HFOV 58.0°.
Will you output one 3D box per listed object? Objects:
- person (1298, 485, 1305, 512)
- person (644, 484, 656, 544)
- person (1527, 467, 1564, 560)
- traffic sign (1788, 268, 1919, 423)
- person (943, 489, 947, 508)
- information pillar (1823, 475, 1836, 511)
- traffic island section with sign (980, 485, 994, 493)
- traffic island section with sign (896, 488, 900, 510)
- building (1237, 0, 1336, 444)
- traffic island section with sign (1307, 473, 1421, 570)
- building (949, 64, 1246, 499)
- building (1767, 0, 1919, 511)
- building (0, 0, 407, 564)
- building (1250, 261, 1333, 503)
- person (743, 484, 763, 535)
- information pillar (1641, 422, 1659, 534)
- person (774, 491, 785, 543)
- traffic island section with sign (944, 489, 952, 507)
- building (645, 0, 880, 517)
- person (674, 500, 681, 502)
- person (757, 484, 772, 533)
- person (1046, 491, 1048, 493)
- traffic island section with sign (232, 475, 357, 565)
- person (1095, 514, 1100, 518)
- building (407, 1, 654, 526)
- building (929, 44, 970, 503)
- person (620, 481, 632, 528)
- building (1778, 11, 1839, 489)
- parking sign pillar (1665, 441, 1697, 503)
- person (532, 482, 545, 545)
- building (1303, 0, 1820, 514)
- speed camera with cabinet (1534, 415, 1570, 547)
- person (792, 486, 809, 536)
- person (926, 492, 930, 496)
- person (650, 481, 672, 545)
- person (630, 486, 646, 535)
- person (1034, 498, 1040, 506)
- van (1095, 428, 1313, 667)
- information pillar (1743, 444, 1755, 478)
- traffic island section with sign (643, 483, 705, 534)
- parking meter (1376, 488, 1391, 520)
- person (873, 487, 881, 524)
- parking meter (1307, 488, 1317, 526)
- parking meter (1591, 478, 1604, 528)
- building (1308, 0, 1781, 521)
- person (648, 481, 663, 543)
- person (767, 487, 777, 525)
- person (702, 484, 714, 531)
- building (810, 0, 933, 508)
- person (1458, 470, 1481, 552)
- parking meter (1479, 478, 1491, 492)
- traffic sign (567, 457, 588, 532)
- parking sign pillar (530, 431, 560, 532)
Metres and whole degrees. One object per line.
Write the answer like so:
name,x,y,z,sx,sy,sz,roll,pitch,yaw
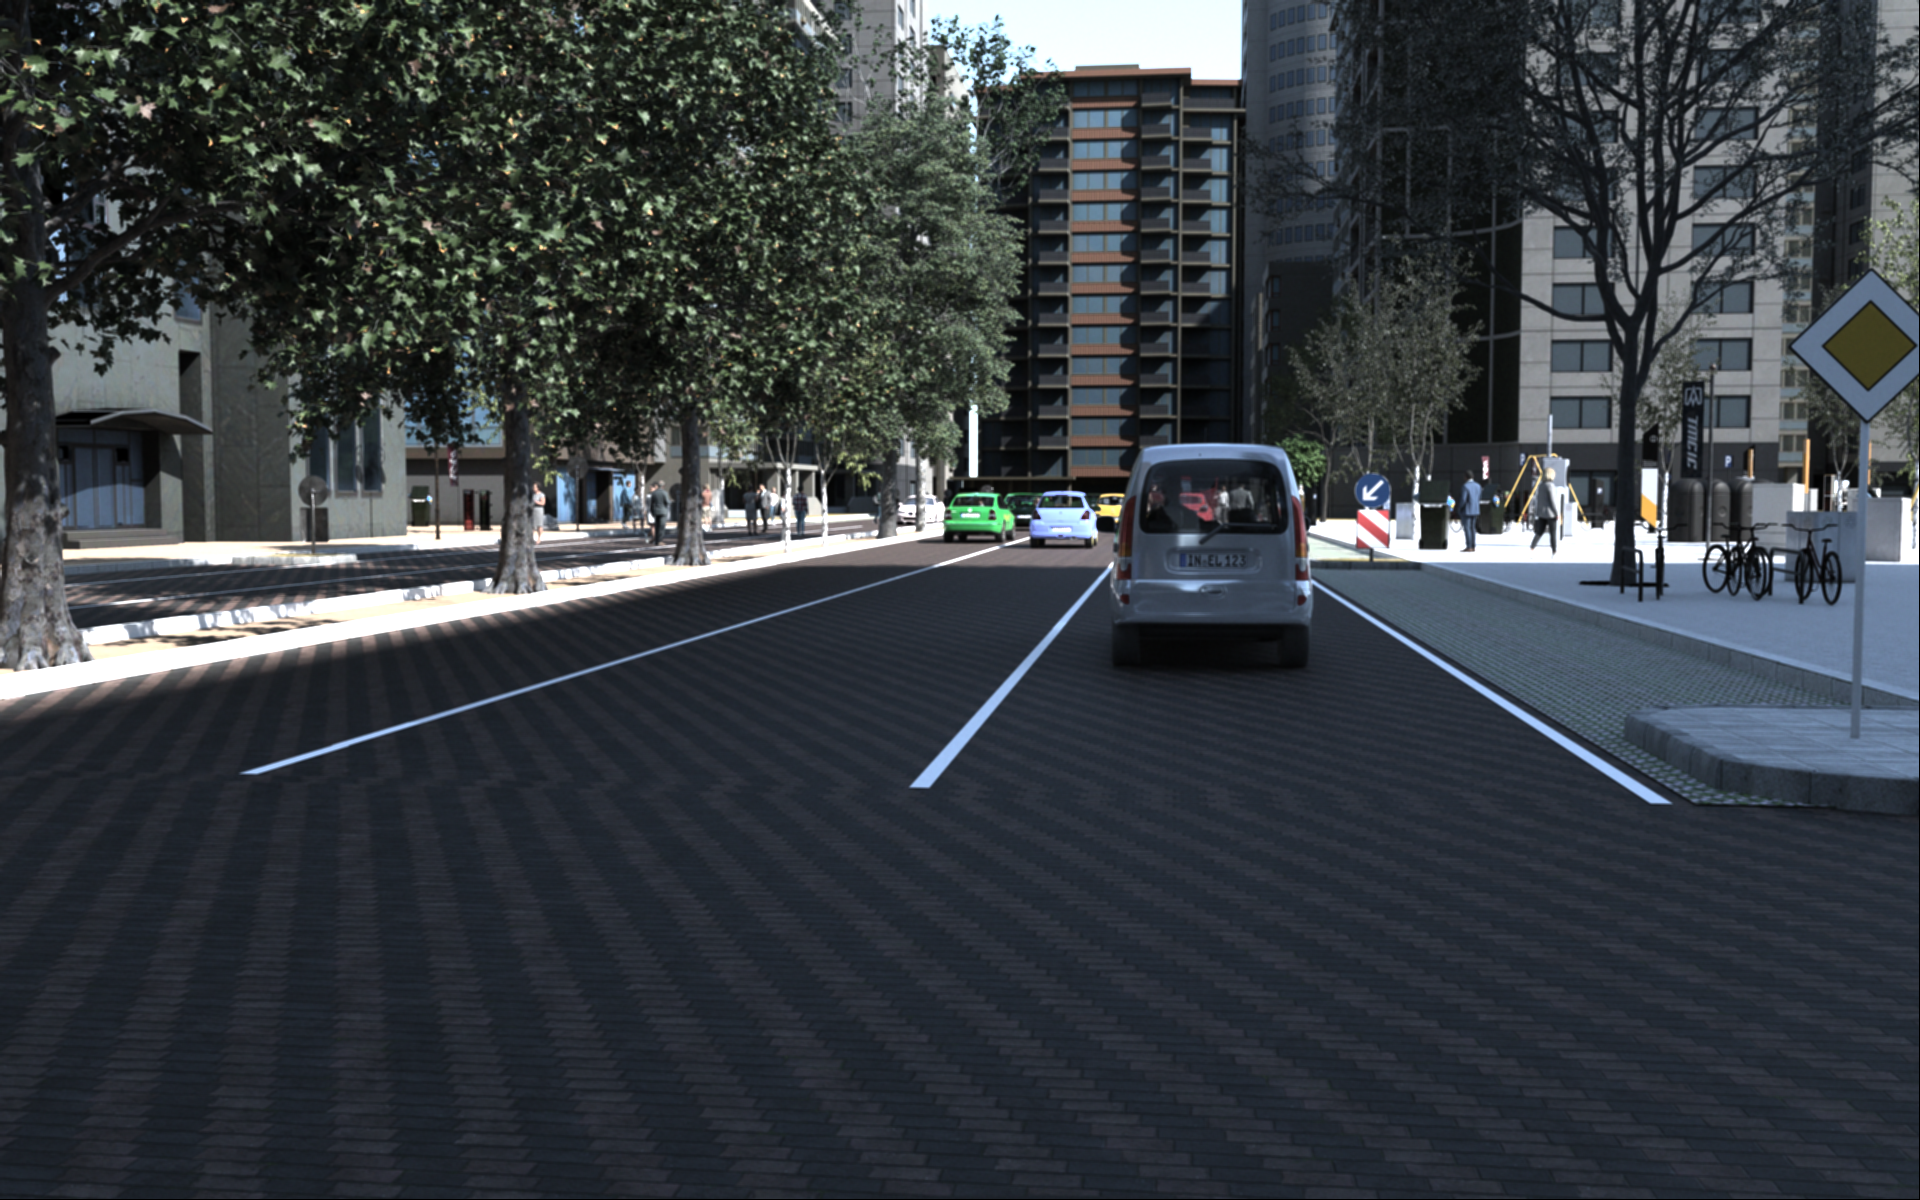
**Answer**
person,16.808,-4.783,84.977,0.721,1.736,1.217,1,4,17
person,-8.820,-2.466,49.576,0.760,1.731,0.466,3,5,42
person,11.439,-1.694,33.922,0.728,1.800,0.709,-1,4,-12
traffic sign,4.724,-0.417,9.012,0.795,2.593,0.064,0,4,7
person,-1.335,-9.027,154.580,0.436,1.711,0.756,-1,4,-18
information pillar,33.098,-3.759,65.953,0.304,2.012,0.304,-3,5,-41
traffic island section with sign,1.249,-4.695,84.894,2.006,1.907,1.989,0,4,7
traffic island section with sign,-4.268,-6.370,112.774,1.989,1.847,2.006,0,4,7
building,42.780,-38.710,174.903,28.212,58.520,21.231,0,4,7
traffic island section with sign,7.784,-1.521,33.504,1.989,1.847,2.006,0,4,7
building,14.570,-32.117,179.737,28.867,44.769,22.147,0,4,7
building,80.229,-42.851,138.870,20.611,71.187,20.563,0,4,7
building,-27.931,-44.253,36.206,22.319,86.520,31.000,0,4,7
building,38.437,-18.157,141.910,27.650,21.520,28.899,0,4,7
person,-7.189,-3.157,60.470,0.716,1.782,0.532,1,4,13
information pillar,22.350,-3.959,56.083,0.504,3.616,0.183,2,4,24
person,-5.083,-2.385,50.091,0.523,1.515,0.503,-3,4,-36
traffic island section with sign,-0.945,-8.014,139.650,1.989,1.847,2.006,0,4,7
building,-22.585,-26.447,124.292,32.217,40.220,23.993,0,4,7
person,-10.512,-3.476,65.725,0.661,1.777,0.834,1,4,20
person,-7.292,-3.410,64.431,0.473,1.802,0.592,-3,4,-36
person,8.209,-9.492,164.408,1.217,1.735,0.721,3,5,40
traffic island section with sign,-13.770,-1.685,36.176,1.989,1.847,2.006,0,4,7
person,5.092,-3.321,68.302,1.012,1.151,0.738,-1,4,-12
building,-22.351,-26.018,75.508,14.600,45.320,14.200,0,4,7
building,-10.599,-34.128,181.699,21.600,48.544,21.300,0,4,7
person,-12.463,-3.560,64.584,0.444,1.785,0.601,-2,4,-27
building,63.458,-28.251,145.504,14.086,41.232,14.154,0,4,7
parking sign pillar,30.078,-5.124,72.247,1.447,3.967,1.447,-1,4,-18
person,-12.099,-2.453,48.969,0.716,1.782,0.532,2,4,26
building,37.752,-25.847,114.475,32.217,40.220,23.993,0,4,7
speed camera with cabinet,14.574,-2.949,42.559,0.660,3.252,2.038,2,4,26
person,-5.533,-3.095,59.938,0.563,1.720,0.643,1,4,15
person,-3.063,-8.597,146.619,1.348,1.823,0.705,2,4,28
person,-8.342,-2.434,48.479,0.661,1.801,0.590,1,4,22
person,-11.439,-3.169,61.322,0.522,1.701,0.512,2,4,28
person,2.760,-2.898,60.156,0.394,1.301,0.425,0,3,0
van,2.226,-0.537,15.786,2.013,2.044,4.112,0,4,6
information pillar,36.553,-5.438,80.262,0.504,3.616,0.183,1,4,23
traffic island section with sign,-10.407,-3.343,63.284,1.989,1.847,2.006,0,4,7
parking meter,10.825,-2.195,44.305,0.372,1.533,0.369,0,3,0
person,-3.885,-4.594,83.966,0.721,1.781,0.623,-1,4,-14
parking meter,14.263,-3.779,70.190,0.372,1.533,0.369,0,3,0
parking meter,23.913,-3.623,64.948,0.399,1.863,0.255,-1,4,-16
building,30.037,-39.969,91.751,20.563,71.187,20.611,0,4,7
person,-8.988,-2.580,50.866,0.511,1.800,0.466,1,4,15
person,-8.707,-4.285,79.231,0.598,1.740,0.731,1,4,22
person,-9.823,-3.585,67.097,0.573,1.828,0.580,-1,4,-10
building,-14.040,-43.611,151.289,20.611,71.187,20.563,0,4,7
person,11.248,-1.956,38.212,0.721,1.800,0.419,-3,5,-41
parking meter,18.877,-3.465,62.356,0.399,1.863,0.255,2,4,33
traffic sign,-12.987,-3.588,58.767,0.768,2.556,0.104,1,4,9
parking sign pillar,-14.565,-4.357,59.706,1.447,3.967,1.447,3,5,42
